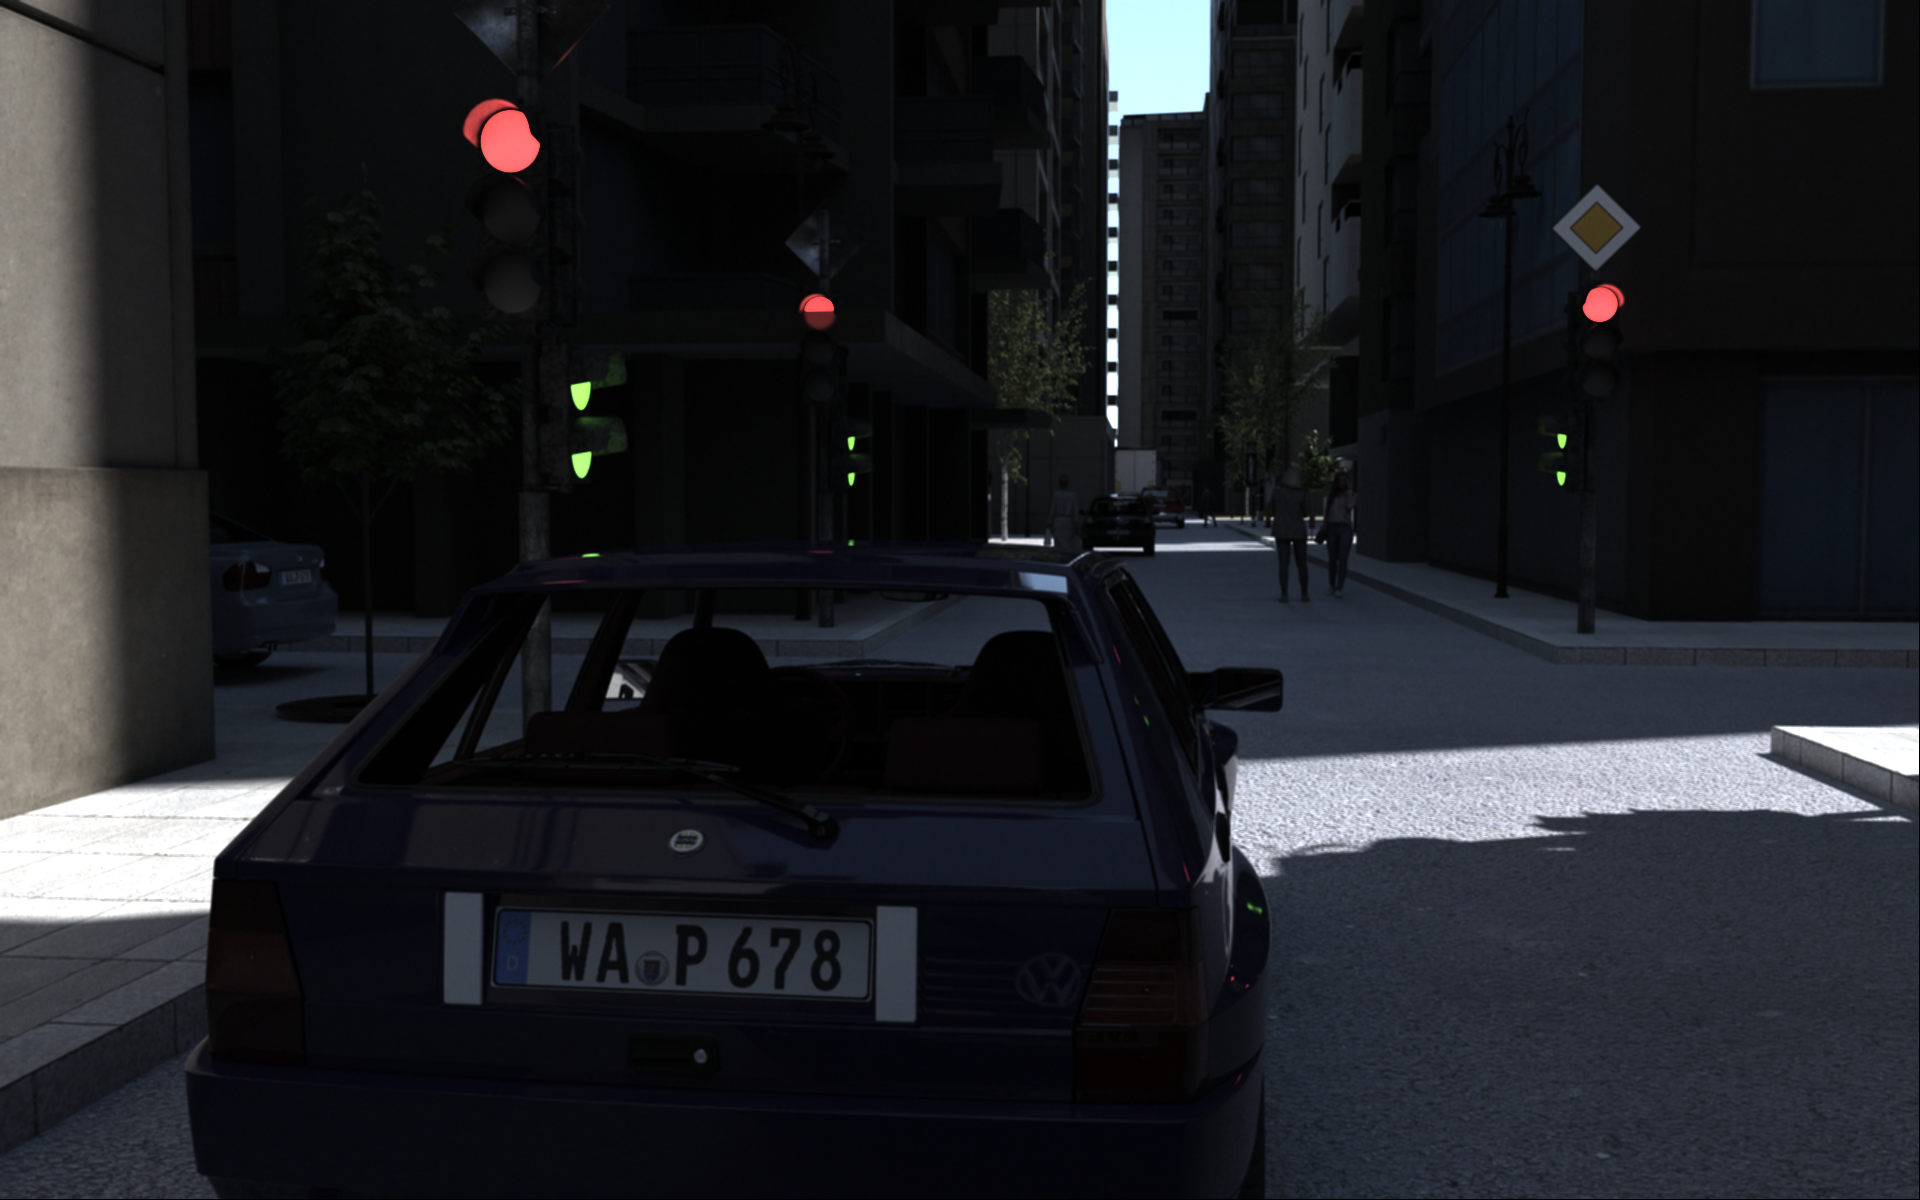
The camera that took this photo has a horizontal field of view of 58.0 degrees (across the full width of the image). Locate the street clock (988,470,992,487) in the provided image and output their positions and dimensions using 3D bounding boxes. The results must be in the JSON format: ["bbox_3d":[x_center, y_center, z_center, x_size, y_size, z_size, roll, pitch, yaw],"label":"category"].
[{"bbox_3d":[0.775,-2.941,52.657,0.358,2.002,0.471,2,4,25],"label":"street clock"}]

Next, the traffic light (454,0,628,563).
[{"bbox_3d":[-2.120,-1.206,8.642,0.839,4.253,0.868,0,4,6],"label":"traffic light"}]

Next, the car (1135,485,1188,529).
[{"bbox_3d":[8.543,-3.978,73.712,2.281,1.827,5.304,0,4,8],"label":"car"}]

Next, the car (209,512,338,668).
[{"bbox_3d":[-7.283,-0.102,13.669,4.499,1.417,2.014,0,4,5],"label":"car"}]

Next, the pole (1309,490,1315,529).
[{"bbox_3d":[13.061,-4.300,64.142,0.158,3.312,0.155,0,3,0],"label":"pole"}]

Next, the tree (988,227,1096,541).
[{"bbox_3d":[1.460,-5.932,47.347,4.737,8.622,4.395,0,3,0],"label":"tree"}]

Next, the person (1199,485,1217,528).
[{"bbox_3d":[10.654,-4.029,74.334,0.622,1.834,0.822,-1,4,-23],"label":"person"}]

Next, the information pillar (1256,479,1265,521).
[{"bbox_3d":[14.558,-4.862,83.982,0.304,2.012,0.304,-1,4,-16],"label":"information pillar"}]

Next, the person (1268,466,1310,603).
[{"bbox_3d":[4.371,-0.876,23.013,0.537,1.800,0.526,2,4,24],"label":"person"}]

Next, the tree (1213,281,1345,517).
[{"bbox_3d":[10.929,-6.670,59.419,4.737,8.622,4.395,0,3,0],"label":"tree"}]

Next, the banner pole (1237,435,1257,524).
[{"bbox_3d":[12.221,-5.111,73.581,0.863,3.779,0.401,2,4,31],"label":"banner pole"}]

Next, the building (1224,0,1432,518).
[{"bbox_3d":[23.936,-20.692,110.011,14.160,30.474,14.107,0,4,6],"label":"building"}]

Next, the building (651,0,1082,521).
[{"bbox_3d":[-3.929,-27.632,106.404,22.147,44.769,28.867,0,4,6],"label":"building"}]

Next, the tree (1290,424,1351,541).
[{"bbox_3d":[9.664,-3.241,47.586,1.663,3.219,1.824,0,3,0],"label":"tree"}]

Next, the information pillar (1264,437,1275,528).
[{"bbox_3d":[11.831,-4.570,66.067,0.183,3.616,0.504,3,5,44],"label":"information pillar"}]

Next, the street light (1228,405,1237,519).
[{"bbox_3d":[14.142,-7.159,89.841,0.468,5.910,1.993,0,4,6],"label":"street light"}]

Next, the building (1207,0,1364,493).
[{"bbox_3d":[35.445,-34.277,149.675,28.713,52.752,27.495,0,4,6],"label":"building"}]

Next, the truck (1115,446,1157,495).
[{"bbox_3d":[10.857,-7.264,107.681,2.839,4.237,11.283,0,4,6],"label":"truck"}]

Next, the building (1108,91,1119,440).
[{"bbox_3d":[1.733,-34.680,186.625,30.456,49.044,23.786,0,4,6],"label":"building"}]

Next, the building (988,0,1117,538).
[{"bbox_3d":[-4.459,-38.240,63.484,20.563,71.187,20.611,0,4,6],"label":"building"}]

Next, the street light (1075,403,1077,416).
[{"bbox_3d":[5.755,-6.934,86.156,0.468,5.910,1.993,0,4,6],"label":"street light"}]

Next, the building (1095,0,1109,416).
[{"bbox_3d":[6.455,-31.207,160.341,14.200,45.320,14.600,0,4,6],"label":"building"}]

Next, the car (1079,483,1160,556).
[{"bbox_3d":[3.800,-1.943,41.556,2.009,1.686,4.222,0,4,5],"label":"car"}]

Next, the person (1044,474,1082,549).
[{"bbox_3d":[1.799,-1.327,30.551,0.694,1.780,0.624,1,4,10],"label":"person"}]

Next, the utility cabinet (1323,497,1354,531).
[{"bbox_3d":[11.589,-2.561,53.038,1.020,1.237,0.306,-2,4,-33],"label":"utility cabinet"}]

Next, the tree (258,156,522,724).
[{"bbox_3d":[-3.451,-0.939,9.957,1.663,3.219,1.824,0,3,0],"label":"tree"}]

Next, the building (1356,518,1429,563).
[{"bbox_3d":[15.715,-16.265,37.642,14.160,30.474,14.107,0,4,6],"label":"building"}]

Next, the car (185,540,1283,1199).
[{"bbox_3d":[-0.157,0.504,4.333,1.945,1.354,3.894,0,4,8],"label":"car"}]

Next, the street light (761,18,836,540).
[{"bbox_3d":[-1.606,-2.733,17.480,0.468,5.910,1.993,0,4,6],"label":"street light"}]

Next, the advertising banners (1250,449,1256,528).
[{"bbox_3d":[11.328,-4.331,66.992,0.090,3.025,2.074,0,4,4],"label":"advertising banners"}]

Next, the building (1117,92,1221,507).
[{"bbox_3d":[23.398,-30.362,180.013,14.086,41.232,14.154,0,4,6],"label":"building"}]

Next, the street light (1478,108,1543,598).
[{"bbox_3d":[6.715,-2.966,21.288,0.468,5.910,1.993,0,4,6],"label":"street light"}]

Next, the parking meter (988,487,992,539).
[{"bbox_3d":[0.715,-2.514,49.510,0.372,1.533,0.369,0,3,0],"label":"parking meter"}]

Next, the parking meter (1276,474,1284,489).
[{"bbox_3d":[9.307,-2.713,50.061,0.255,1.863,0.399,-1,4,-14],"label":"parking meter"}]

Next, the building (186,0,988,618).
[{"bbox_3d":[-9.809,-22.986,30.440,22.147,44.769,28.867,0,4,6],"label":"building"}]

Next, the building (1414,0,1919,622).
[{"bbox_3d":[14.290,-22.736,21.844,14.200,45.320,14.600,0,4,6],"label":"building"}]

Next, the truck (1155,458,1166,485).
[{"bbox_3d":[14.984,-9.146,138.445,2.839,4.237,11.283,0,4,8],"label":"truck"}]

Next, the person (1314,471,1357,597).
[{"bbox_3d":[5.286,-0.926,24.235,0.593,1.750,0.643,2,4,30],"label":"person"}]

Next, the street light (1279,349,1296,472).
[{"bbox_3d":[10.476,-5.062,55.552,0.468,5.910,1.993,0,4,6],"label":"street light"}]

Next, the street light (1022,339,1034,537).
[{"bbox_3d":[2.022,-4.823,51.648,0.468,5.910,1.993,0,4,6],"label":"street light"}]

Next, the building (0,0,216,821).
[{"bbox_3d":[-18.523,-10.317,1.974,30.059,22.955,16.112,0,4,6],"label":"building"}]

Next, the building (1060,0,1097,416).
[{"bbox_3d":[2.831,-27.174,127.895,14.154,41.232,14.086,0,4,6],"label":"building"}]

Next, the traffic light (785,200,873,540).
[{"bbox_3d":[-1.272,-1.692,16.582,0.839,4.253,0.868,0,4,6],"label":"traffic light"}]

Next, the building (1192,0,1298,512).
[{"bbox_3d":[27.745,-42.051,125.788,20.563,71.187,20.611,0,4,6],"label":"building"}]

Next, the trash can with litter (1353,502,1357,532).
[{"bbox_3d":[13.072,-2.820,57.495,1.055,1.170,0.624,-1,4,-9],"label":"trash can with litter"}]

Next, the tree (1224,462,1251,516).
[{"bbox_3d":[16.746,-6.662,103.530,1.663,3.219,1.824,0,3,0],"label":"tree"}]

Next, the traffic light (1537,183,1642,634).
[{"bbox_3d":[5.751,-1.647,15.851,0.839,4.253,0.868,0,4,6],"label":"traffic light"}]
